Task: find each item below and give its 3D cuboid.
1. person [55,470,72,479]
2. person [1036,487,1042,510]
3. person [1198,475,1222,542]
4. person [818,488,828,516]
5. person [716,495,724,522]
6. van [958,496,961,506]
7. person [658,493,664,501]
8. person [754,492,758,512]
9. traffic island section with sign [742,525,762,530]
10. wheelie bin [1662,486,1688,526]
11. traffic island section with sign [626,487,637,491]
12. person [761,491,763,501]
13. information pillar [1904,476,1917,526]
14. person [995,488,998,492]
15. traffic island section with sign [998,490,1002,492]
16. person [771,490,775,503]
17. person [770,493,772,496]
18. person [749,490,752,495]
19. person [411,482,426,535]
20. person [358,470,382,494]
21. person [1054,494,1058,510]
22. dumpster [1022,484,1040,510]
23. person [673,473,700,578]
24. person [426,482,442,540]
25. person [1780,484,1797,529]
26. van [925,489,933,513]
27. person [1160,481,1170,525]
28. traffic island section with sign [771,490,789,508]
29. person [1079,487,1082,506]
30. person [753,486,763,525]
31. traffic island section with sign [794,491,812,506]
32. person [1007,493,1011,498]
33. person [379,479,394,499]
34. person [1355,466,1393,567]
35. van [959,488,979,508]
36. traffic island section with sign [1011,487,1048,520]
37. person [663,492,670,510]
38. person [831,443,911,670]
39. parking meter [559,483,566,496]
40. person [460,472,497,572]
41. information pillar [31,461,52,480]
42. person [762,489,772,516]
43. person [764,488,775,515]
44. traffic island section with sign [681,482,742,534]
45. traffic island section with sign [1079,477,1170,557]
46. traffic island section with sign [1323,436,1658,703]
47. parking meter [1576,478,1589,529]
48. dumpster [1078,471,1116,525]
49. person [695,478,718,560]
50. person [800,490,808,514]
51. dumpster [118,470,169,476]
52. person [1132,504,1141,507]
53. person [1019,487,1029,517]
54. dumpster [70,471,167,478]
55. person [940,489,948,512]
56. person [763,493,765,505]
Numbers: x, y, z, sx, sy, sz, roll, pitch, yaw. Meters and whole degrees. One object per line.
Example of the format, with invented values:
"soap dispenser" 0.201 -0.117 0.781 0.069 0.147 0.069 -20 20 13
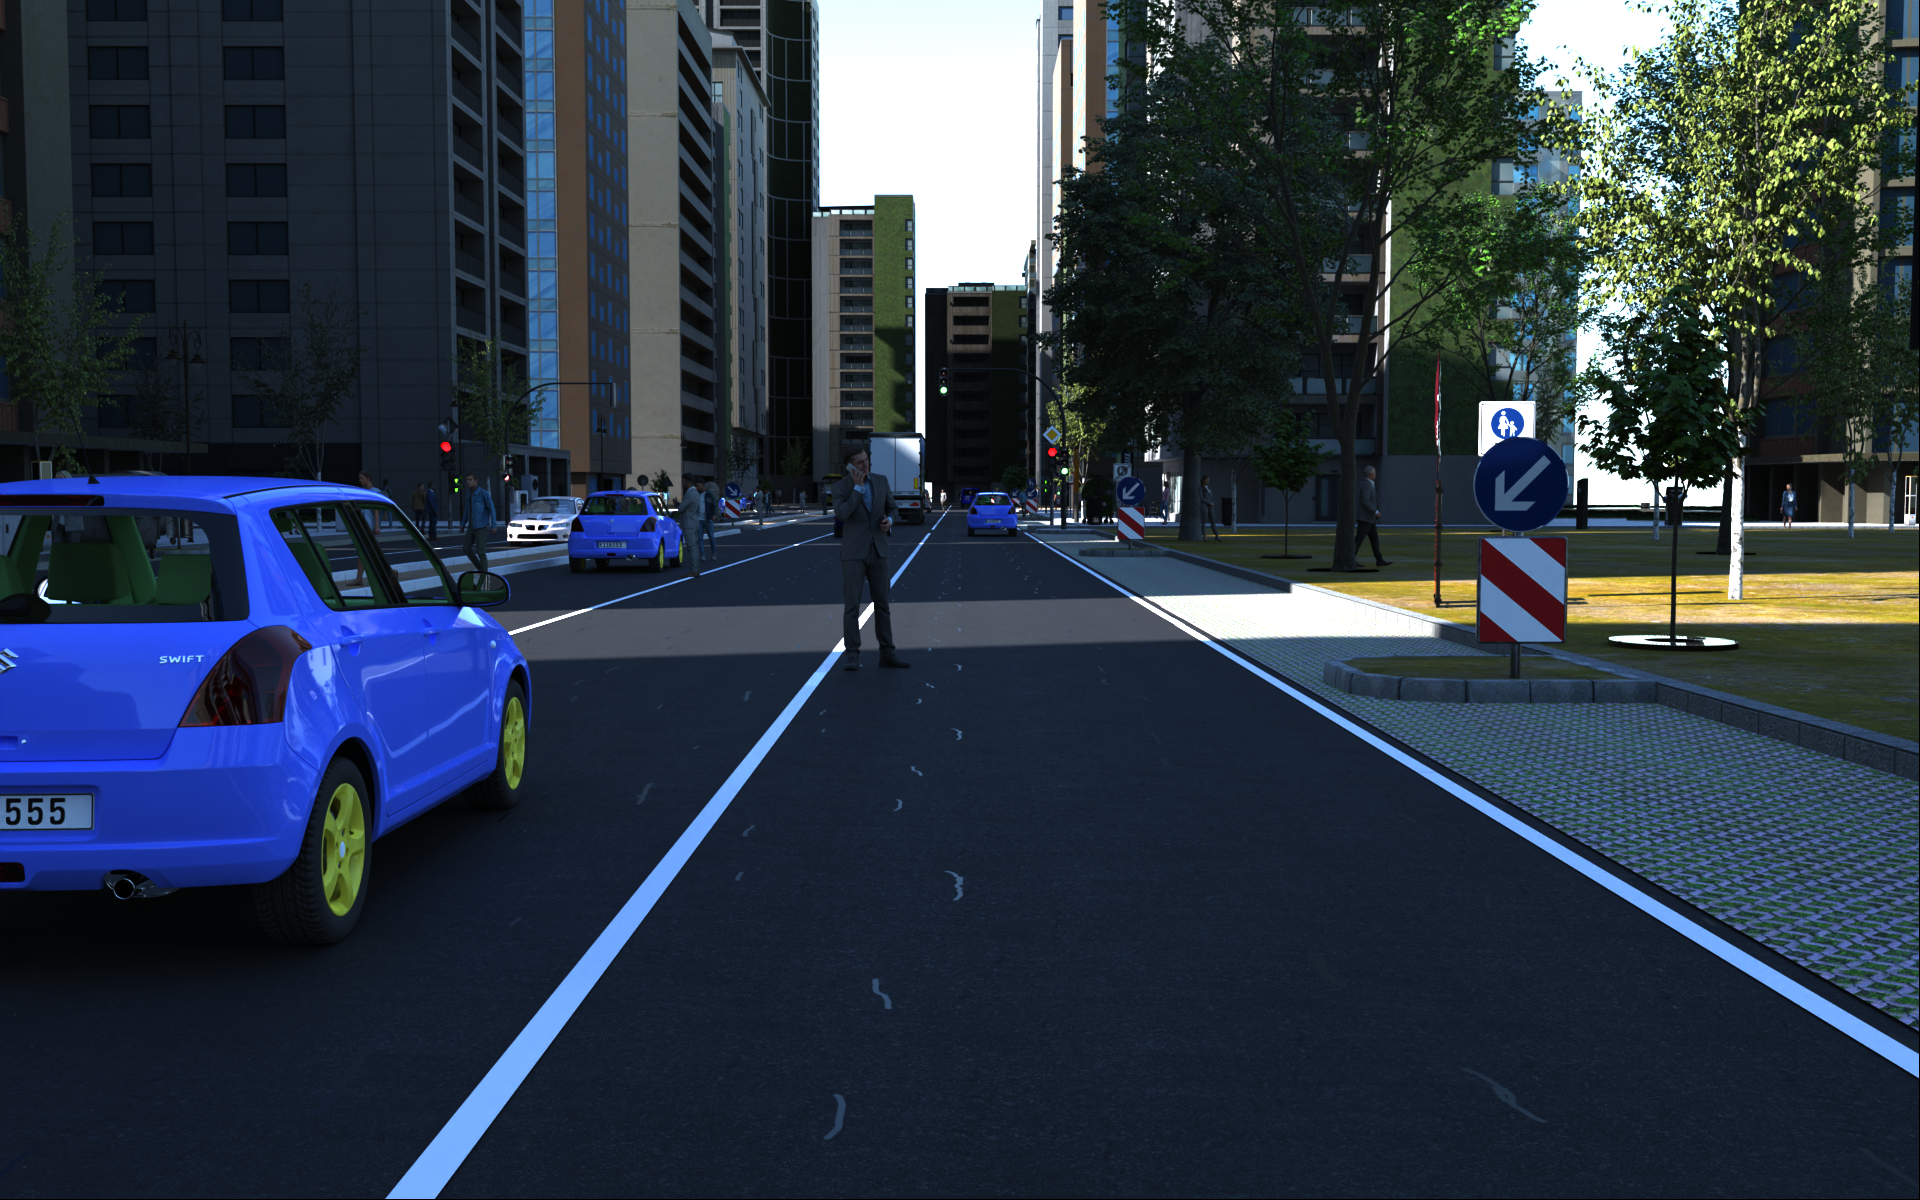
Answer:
"person" -13.989 -1.127 27.118 0.537 1.800 0.526 0 4 6
"person" 6.339 -8.231 140.650 0.654 1.822 0.581 1 4 19
"person" 6.749 -2.471 46.719 0.573 1.790 0.520 2 4 32
"person" -8.843 -6.320 112.015 0.590 1.801 0.661 -1 4 -21
"person" -12.452 -4.861 88.254 0.850 1.792 0.678 -2 4 -29
"van" 0.829 -12.335 208.687 2.013 2.044 4.112 0 4 -1
"person" -23.927 -8.037 138.456 0.512 1.701 0.522 -1 4 -22
"person" -16.391 -8.013 139.534 0.620 1.820 0.660 2 4 24
"traffic island section with sign" -9.147 -3.804 70.337 2.006 1.907 1.989 0 3 0
"wheelie bin" 29.051 -3.819 70.344 0.980 1.594 0.693 1 4 12
"traffic island section with sign" -18.143 -5.316 95.546 1.989 1.847 2.006 0 3 0
"person" -21.904 -11.329 191.254 0.705 1.826 1.348 -2 4 -30
"information pillar" 38.618 -4.028 70.347 0.304 2.012 0.304 0 4 -5
"person" 1.893 -5.092 92.103 0.624 1.780 0.694 -1 4 -12
"traffic island section with sign" 3.783 -6.948 122.229 1.989 1.847 2.006 0 3 0
"person" -21.595 -11.873 200.987 1.217 1.723 0.721 0 4 -2
"person" -21.517 -11.510 193.860 1.348 1.869 0.705 3 4 37
"person" -22.935 -11.132 188.783 0.721 1.736 1.217 0 4 3
"person" -18.874 -3.194 60.640 0.656 1.842 0.836 -2 4 -24
"person" -9.193 -1.125 26.987 0.778 1.811 0.616 -2 4 -28
"person" 7.868 -8.085 142.905 0.373 1.253 0.362 3 5 41
"dumpster" 5.812 -8.568 142.577 1.502 2.255 1.985 0 3 0
"person" -4.720 -1.298 29.895 0.466 1.800 0.511 -1 4 -10
"person" -16.363 -2.754 53.704 0.419 1.800 0.721 -2 4 -31
"person" 31.097 -3.453 64.981 0.581 1.822 0.654 1 4 23
"van" -3.086 -7.768 134.010 2.013 2.044 4.112 0 4 1
"person" 8.593 -4.077 72.713 0.388 1.821 0.555 -2 4 -23
"traffic island section with sign" -18.127 -10.063 173.154 1.989 1.847 2.006 0 3 0
"person" 8.895 -7.273 125.171 1.509 1.804 0.699 3 5 44
"person" -9.019 -4.196 77.285 0.466 1.800 0.511 0 4 -6
"traffic island section with sign" -18.131 -11.731 200.430 1.989 1.847 2.006 0 3 0
"person" 6.200 -13.143 221.728 0.445 1.727 0.742 3 4 38
"person" -20.561 -3.418 61.908 0.794 1.824 0.713 3 4 37
"person" 7.229 -1.467 30.424 0.834 1.777 0.661 0 4 2
"van" 1.026 -10.606 177.792 2.240 2.365 5.245 0 4 -1
"traffic island section with sign" 3.786 -5.299 95.274 1.989 1.847 2.006 0 3 0
"person" -23.733 -8.183 139.694 0.638 1.841 0.748 2 4 35
"person" -0.724 -0.358 14.165 0.655 1.846 0.447 -2 4 -27
"parking meter" -20.848 -5.202 90.766 0.255 1.863 0.399 -2 4 -34
"person" -7.612 -1.136 27.411 0.601 1.785 0.444 3 5 40
"information pillar" -20.411 -2.083 38.546 0.304 2.012 0.304 2 4 26
"person" -12.571 -6.367 112.941 0.623 1.781 0.721 -1 4 -16
"person" -13.100 -6.769 119.021 0.795 1.843 0.661 -1 4 -10
"traffic island section with sign" -9.158 -3.351 62.930 2.006 1.907 1.989 0 3 0
"traffic island section with sign" 3.771 -1.925 40.094 1.989 1.847 2.006 0 3 0
"traffic island section with sign" 3.765 -0.251 12.728 1.989 1.847 2.006 0 3 0
"parking meter" 22.723 -3.519 63.253 0.255 1.863 0.399 -1 4 -16
"dumpster" 5.845 -4.350 73.612 1.502 2.255 1.985 0 3 0
"person" -5.570 -1.762 37.655 0.623 1.781 0.721 0 4 -5
"person" -11.189 -7.020 123.849 0.480 1.755 0.524 2 4 30
"dumpster" -20.457 -2.287 43.148 1.264 1.857 1.865 0 4 0
"person" 7.322 -4.037 72.067 0.581 1.822 0.654 -2 4 -34
"person" 4.017 -6.051 107.299 0.638 1.841 0.748 1 4 15
"dumpster" -18.362 -1.779 37.306 1.865 1.857 1.264 0 4 1
"person" -1.318 -7.984 139.155 0.709 1.813 0.853 2 4 33
"person" -22.124 -11.668 196.773 1.348 1.831 0.705 2 4 34
